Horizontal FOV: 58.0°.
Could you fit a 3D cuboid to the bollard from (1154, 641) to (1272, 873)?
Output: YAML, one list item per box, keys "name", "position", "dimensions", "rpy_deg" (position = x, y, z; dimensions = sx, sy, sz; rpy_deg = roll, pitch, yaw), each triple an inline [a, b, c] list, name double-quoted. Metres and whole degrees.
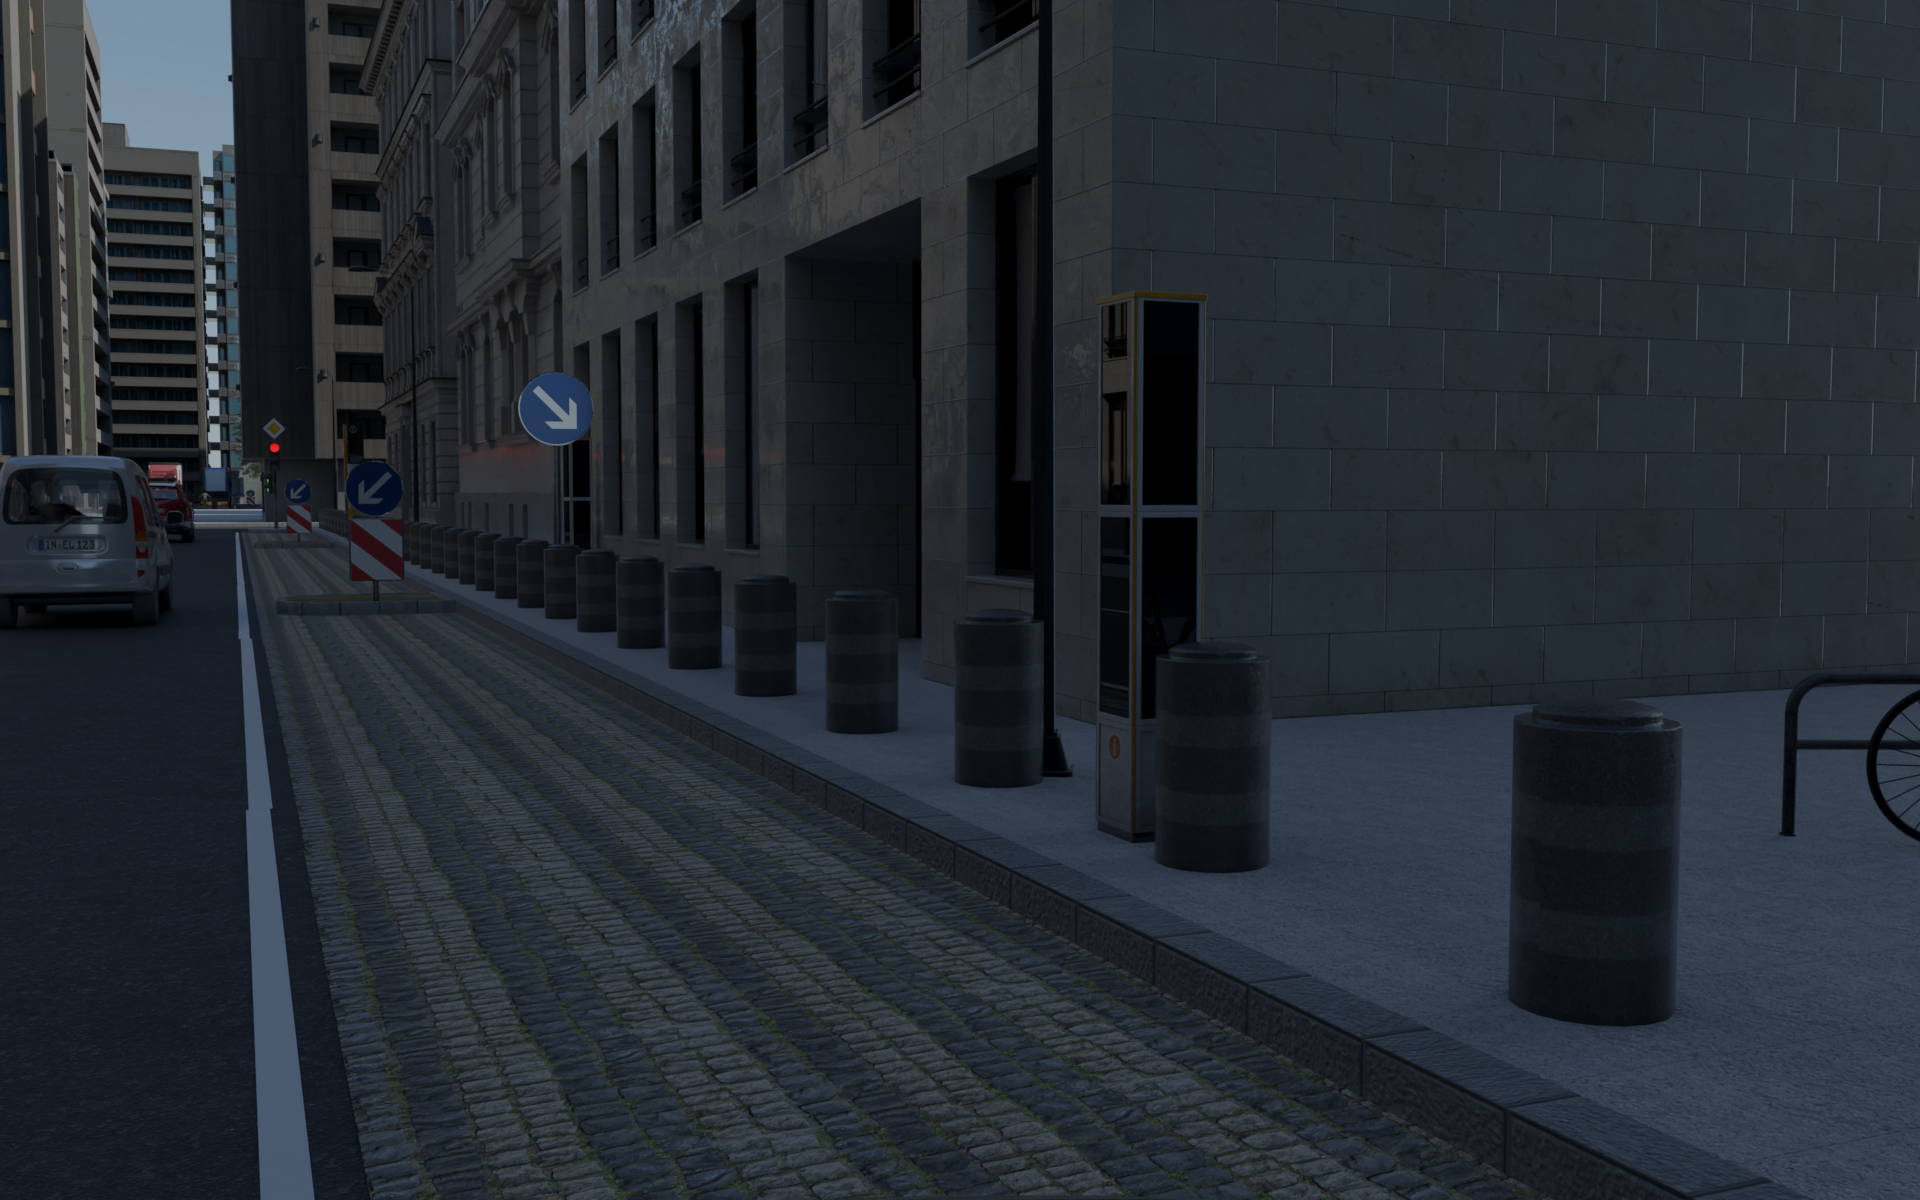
- name: "bollard"
  position: [0.881, 0.531, 6.033]
  dimensions: [0.404, 0.777, 0.398]
  rpy_deg: [0, 3, 0]

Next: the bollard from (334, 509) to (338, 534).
- name: "bollard"
  position: [-19.024, -2.373, 53.517]
  dimensions: [0.404, 0.777, 0.398]
  rpy_deg: [0, 3, 0]

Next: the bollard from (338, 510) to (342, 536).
- name: "bollard"
  position: [-18.317, -2.270, 51.829]
  dimensions: [0.404, 0.777, 0.398]
  rpy_deg: [0, 3, 0]

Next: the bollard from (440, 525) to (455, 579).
- name: "bollard"
  position: [-7.655, -0.715, 26.404]
  dimensions: [0.404, 0.777, 0.398]
  rpy_deg: [0, 3, 0]

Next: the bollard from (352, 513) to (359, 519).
- name: "bollard"
  position: [-16.180, -1.958, 46.737]
  dimensions: [0.404, 0.777, 0.398]
  rpy_deg: [0, 3, 0]

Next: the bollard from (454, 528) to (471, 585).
- name: "bollard"
  position: [-6.943, -0.611, 24.700]
  dimensions: [0.404, 0.777, 0.398]
  rpy_deg: [0, 3, 0]

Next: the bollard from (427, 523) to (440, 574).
- name: "bollard"
  position: [-8.367, -0.818, 28.092]
  dimensions: [0.404, 0.777, 0.398]
  rpy_deg: [0, 3, 0]

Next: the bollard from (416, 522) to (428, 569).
- name: "bollard"
  position: [-9.083, -0.922, 29.798]
  dimensions: [0.404, 0.777, 0.398]
  rpy_deg: [0, 3, 0]

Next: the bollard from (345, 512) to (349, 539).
- name: "bollard"
  position: [-16.887, -2.062, 48.425]
  dimensions: [0.404, 0.777, 0.398]
  rpy_deg: [0, 3, 0]

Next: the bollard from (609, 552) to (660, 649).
- name: "bollard"
  position: [-2.671, 0.013, 14.498]
  dimensions: [0.404, 0.777, 0.398]
  rpy_deg: [0, 3, 0]

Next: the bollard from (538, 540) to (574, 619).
- name: "bollard"
  position: [-4.091, -0.195, 17.898]
  dimensions: [0.404, 0.777, 0.398]
  rpy_deg: [0, 3, 0]

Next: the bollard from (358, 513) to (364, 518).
- name: "bollard"
  position: [-14.767, -1.752, 43.355]
  dimensions: [0.404, 0.777, 0.398]
  rpy_deg: [0, 3, 0]

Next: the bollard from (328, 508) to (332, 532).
- name: "bollard"
  position: [-20.444, -2.580, 56.905]
  dimensions: [0.404, 0.777, 0.398]
  rpy_deg: [0, 3, 0]

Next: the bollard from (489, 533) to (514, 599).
- name: "bollard"
  position: [-5.523, -0.403, 21.311]
  dimensions: [0.404, 0.777, 0.398]
  rpy_deg: [0, 3, 0]

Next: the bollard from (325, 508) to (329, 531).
- name: "bollard"
  position: [-21.156, -2.684, 58.599]
  dimensions: [0.404, 0.777, 0.398]
  rpy_deg: [0, 3, 0]

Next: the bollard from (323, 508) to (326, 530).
- name: "bollard"
  position: [-21.863, -2.787, 60.287]
  dimensions: [0.404, 0.777, 0.398]
  rpy_deg: [0, 3, 0]

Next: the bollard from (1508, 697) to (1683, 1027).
- name: "bollard"
  position: [1.589, 0.634, 4.347]
  dimensions: [0.404, 0.777, 0.398]
  rpy_deg: [0, 3, 0]

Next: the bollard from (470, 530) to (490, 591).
- name: "bollard"
  position: [-6.235, -0.507, 23.010]
  dimensions: [0.404, 0.777, 0.398]
  rpy_deg: [0, 3, 0]

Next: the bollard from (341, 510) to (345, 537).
- name: "bollard"
  position: [-17.609, -2.167, 50.142]
  dimensions: [0.404, 0.777, 0.398]
  rpy_deg: [0, 3, 0]

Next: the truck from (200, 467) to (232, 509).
- name: "truck"
  position: [-72.934, -11.000, 169.600]
  dimensions: [2.967, 4.110, 18.799]
  rpy_deg: [-1, 4, -23]

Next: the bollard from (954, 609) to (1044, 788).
- name: "bollard"
  position: [0.173, 0.428, 7.727]
  dimensions: [0.404, 0.777, 0.398]
  rpy_deg: [0, 3, 0]

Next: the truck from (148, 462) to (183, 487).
- name: "truck"
  position: [-71.549, -10.219, 155.988]
  dimensions: [2.839, 4.237, 11.283]
  rpy_deg: [-1, 4, -22]

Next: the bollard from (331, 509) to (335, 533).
- name: "bollard"
  position: [-19.734, -2.477, 55.214]
  dimensions: [0.404, 0.777, 0.398]
  rpy_deg: [0, 3, 0]

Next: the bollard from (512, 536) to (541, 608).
- name: "bollard"
  position: [-4.810, -0.299, 19.612]
  dimensions: [0.404, 0.777, 0.398]
  rpy_deg: [0, 3, 0]

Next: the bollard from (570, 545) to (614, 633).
- name: "bollard"
  position: [-3.380, -0.090, 16.192]
  dimensions: [0.404, 0.777, 0.398]
  rpy_deg: [0, 3, 0]

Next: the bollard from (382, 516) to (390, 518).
- name: "bollard"
  position: [-11.925, -1.337, 36.580]
  dimensions: [0.404, 0.777, 0.398]
  rpy_deg: [0, 3, 0]

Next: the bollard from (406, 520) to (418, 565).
- name: "bollard"
  position: [-9.787, -1.026, 31.494]
  dimensions: [0.404, 0.777, 0.398]
  rpy_deg: [0, 3, 0]

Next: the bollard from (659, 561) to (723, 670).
- name: "bollard"
  position: [-1.961, 0.117, 12.809]
  dimensions: [0.404, 0.777, 0.398]
  rpy_deg: [0, 3, 0]

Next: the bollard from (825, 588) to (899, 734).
- name: "bollard"
  position: [-0.532, 0.324, 9.415]
  dimensions: [0.404, 0.777, 0.398]
  rpy_deg: [0, 3, 0]

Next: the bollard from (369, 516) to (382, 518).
- name: "bollard"
  position: [-13.342, -1.544, 39.961]
  dimensions: [0.404, 0.777, 0.398]
  rpy_deg: [0, 3, 0]

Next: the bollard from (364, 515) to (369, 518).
- name: "bollard"
  position: [-14.053, -1.648, 41.663]
  dimensions: [0.404, 0.777, 0.398]
  rpy_deg: [0, 3, 0]

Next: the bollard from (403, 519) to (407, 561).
- name: "bollard"
  position: [-10.503, -1.130, 33.188]
  dimensions: [0.404, 0.777, 0.398]
  rpy_deg: [0, 3, 0]

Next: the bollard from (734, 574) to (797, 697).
- name: "bollard"
  position: [-1.247, 0.220, 11.115]
  dimensions: [0.404, 0.777, 0.398]
  rpy_deg: [0, 3, 0]
